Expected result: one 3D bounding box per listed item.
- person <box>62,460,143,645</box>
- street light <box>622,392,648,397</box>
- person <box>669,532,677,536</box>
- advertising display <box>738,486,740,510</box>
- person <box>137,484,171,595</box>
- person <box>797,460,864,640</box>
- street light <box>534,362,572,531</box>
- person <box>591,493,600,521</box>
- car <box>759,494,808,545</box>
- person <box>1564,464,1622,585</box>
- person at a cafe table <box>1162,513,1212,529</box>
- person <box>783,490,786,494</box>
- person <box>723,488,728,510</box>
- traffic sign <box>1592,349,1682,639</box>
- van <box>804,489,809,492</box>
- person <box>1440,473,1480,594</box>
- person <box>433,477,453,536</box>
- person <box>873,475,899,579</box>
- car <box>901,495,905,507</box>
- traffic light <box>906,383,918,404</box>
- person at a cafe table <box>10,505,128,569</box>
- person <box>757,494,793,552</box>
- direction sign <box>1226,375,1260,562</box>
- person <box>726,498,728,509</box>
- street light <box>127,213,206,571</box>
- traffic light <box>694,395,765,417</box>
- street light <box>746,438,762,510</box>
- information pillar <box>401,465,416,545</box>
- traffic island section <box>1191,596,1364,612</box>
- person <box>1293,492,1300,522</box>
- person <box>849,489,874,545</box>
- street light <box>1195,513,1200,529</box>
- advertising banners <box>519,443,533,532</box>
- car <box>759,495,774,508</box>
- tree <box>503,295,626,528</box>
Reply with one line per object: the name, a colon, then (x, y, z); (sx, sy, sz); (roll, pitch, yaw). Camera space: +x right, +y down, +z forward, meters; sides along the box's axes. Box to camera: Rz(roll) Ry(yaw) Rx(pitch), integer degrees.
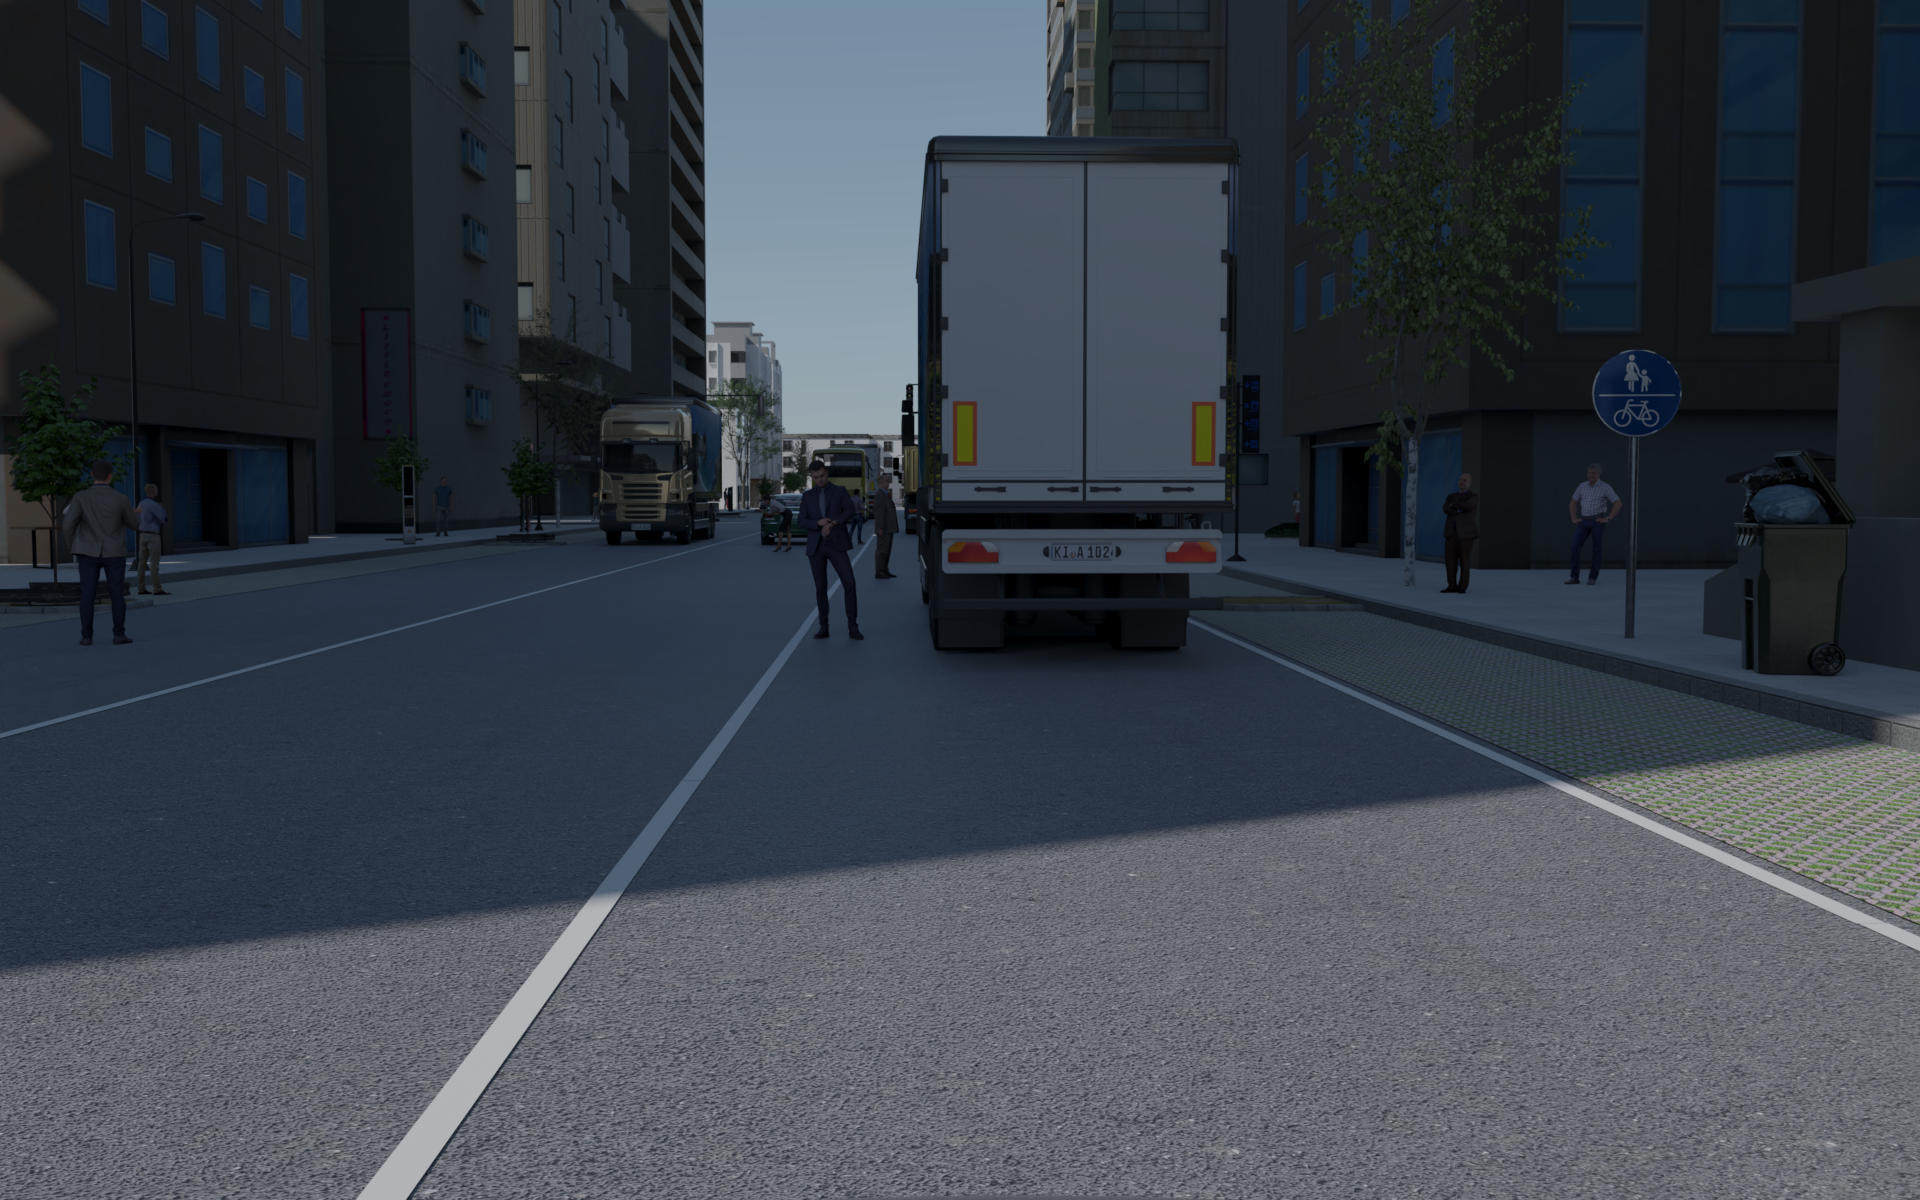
person: (-8.210, -0.466, 16.651); (0.617, 1.759, 0.750); (-1, 4, -15)
street light: (-14.869, -6.499, 78.804); (1.470, 5.913, 1.316); (0, 4, -2)
person: (-9.645, -2.418, 58.514); (0.357, 0.543, 0.381); (-1, 4, -21)
advertising display: (-17.350, -7.992, 135.887); (0.123, 1.923, 0.974); (0, 4, -3)
person: (-11.416, -0.850, 24.462); (0.516, 1.574, 0.319); (2, 4, 32)
person: (-1.283, -0.498, 17.092); (0.683, 1.767, 0.568); (0, 4, 5)
street light: (-14.283, -5.399, 60.819); (1.470, 5.913, 1.316); (0, 4, -2)
person: (-17.337, -4.429, 82.361); (0.340, 1.345, 0.435); (0, 4, 5)
car: (-4.804, -2.361, 50.404); (2.131, 1.459, 4.920); (0, 4, -3)
person: (8.913, -1.071, 24.484); (0.436, 1.711, 0.756); (-2, 4, -35)
person at a cafe table: (6.864, -2.544, 52.454); (1.698, 1.238, 1.726); (-3, 5, -44)
person: (-20.385, -11.938, 201.918); (1.217, 1.739, 0.721); (0, 4, 6)
person: (-19.406, -8.404, 143.571); (0.434, 1.807, 0.598); (1, 4, 15)
traffic sign: (5.956, -0.931, 15.332); (0.768, 2.556, 0.104); (0, 4, 4)
van: (-10.954, -7.435, 128.566); (2.013, 2.044, 4.112); (0, 4, 0)
person: (6.466, -0.858, 22.347); (0.388, 1.546, 0.482); (-3, 5, -45)
person: (-15.681, -2.835, 52.521); (0.598, 1.807, 0.434); (-1, 4, -13)
person: (-1.248, -1.250, 29.493); (0.434, 1.755, 0.990); (1, 4, 13)
car: (-5.364, -10.843, 187.069); (2.009, 1.686, 4.222); (0, 4, 0)
traffic light: (0.152, -5.909, 71.280); (4.771, 5.953, 1.251); (0, 4, -2)
person at a cafe table: (-15.205, -1.312, 29.971); (1.622, 1.524, 1.698); (3, 5, 40)
person: (-4.539, -1.908, 42.892); (0.799, 1.438, 0.628); (-3, 5, -44)
direction sign: (5.280, -2.506, 32.975); (0.876, 3.537, 0.379); (-1, 4, -12)
person: (-20.334, -8.799, 152.368); (0.387, 1.526, 0.523); (3, 4, 36)
street light: (-13.174, -3.440, 28.785); (1.470, 5.913, 1.316); (0, 4, -2)
traffic light: (-11.302, -6.385, 79.062); (4.771, 5.953, 1.251); (0, 4, -2)
street light: (-17.029, -10.444, 143.300); (1.470, 5.913, 1.316); (0, 4, -2)
information pillar: (-13.995, -2.414, 43.964); (0.304, 2.012, 0.304); (-1, 4, -19)
traffic island section: (3.875, 0.056, 21.955); (1.991, 0.108, 1.994); (0, 4, -2)
person: (10.527, -2.663, 53.490); (0.435, 1.345, 0.340); (-1, 4, -10)
person: (-2.917, -2.371, 49.218); (0.963, 1.587, 0.435); (2, 4, 29)
street light: (4.820, -4.061, 38.939); (1.470, 5.913, 1.316); (0, 4, -2)
advertising banners: (-14.776, -3.848, 59.105); (0.090, 3.025, 2.074); (0, 4, -1)
car: (-15.212, -7.767, 139.566); (1.945, 1.354, 3.894); (0, 4, -2)
tree: (-14.895, -7.012, 65.001); (4.360, 8.622, 3.978); (0, 3, 0)
